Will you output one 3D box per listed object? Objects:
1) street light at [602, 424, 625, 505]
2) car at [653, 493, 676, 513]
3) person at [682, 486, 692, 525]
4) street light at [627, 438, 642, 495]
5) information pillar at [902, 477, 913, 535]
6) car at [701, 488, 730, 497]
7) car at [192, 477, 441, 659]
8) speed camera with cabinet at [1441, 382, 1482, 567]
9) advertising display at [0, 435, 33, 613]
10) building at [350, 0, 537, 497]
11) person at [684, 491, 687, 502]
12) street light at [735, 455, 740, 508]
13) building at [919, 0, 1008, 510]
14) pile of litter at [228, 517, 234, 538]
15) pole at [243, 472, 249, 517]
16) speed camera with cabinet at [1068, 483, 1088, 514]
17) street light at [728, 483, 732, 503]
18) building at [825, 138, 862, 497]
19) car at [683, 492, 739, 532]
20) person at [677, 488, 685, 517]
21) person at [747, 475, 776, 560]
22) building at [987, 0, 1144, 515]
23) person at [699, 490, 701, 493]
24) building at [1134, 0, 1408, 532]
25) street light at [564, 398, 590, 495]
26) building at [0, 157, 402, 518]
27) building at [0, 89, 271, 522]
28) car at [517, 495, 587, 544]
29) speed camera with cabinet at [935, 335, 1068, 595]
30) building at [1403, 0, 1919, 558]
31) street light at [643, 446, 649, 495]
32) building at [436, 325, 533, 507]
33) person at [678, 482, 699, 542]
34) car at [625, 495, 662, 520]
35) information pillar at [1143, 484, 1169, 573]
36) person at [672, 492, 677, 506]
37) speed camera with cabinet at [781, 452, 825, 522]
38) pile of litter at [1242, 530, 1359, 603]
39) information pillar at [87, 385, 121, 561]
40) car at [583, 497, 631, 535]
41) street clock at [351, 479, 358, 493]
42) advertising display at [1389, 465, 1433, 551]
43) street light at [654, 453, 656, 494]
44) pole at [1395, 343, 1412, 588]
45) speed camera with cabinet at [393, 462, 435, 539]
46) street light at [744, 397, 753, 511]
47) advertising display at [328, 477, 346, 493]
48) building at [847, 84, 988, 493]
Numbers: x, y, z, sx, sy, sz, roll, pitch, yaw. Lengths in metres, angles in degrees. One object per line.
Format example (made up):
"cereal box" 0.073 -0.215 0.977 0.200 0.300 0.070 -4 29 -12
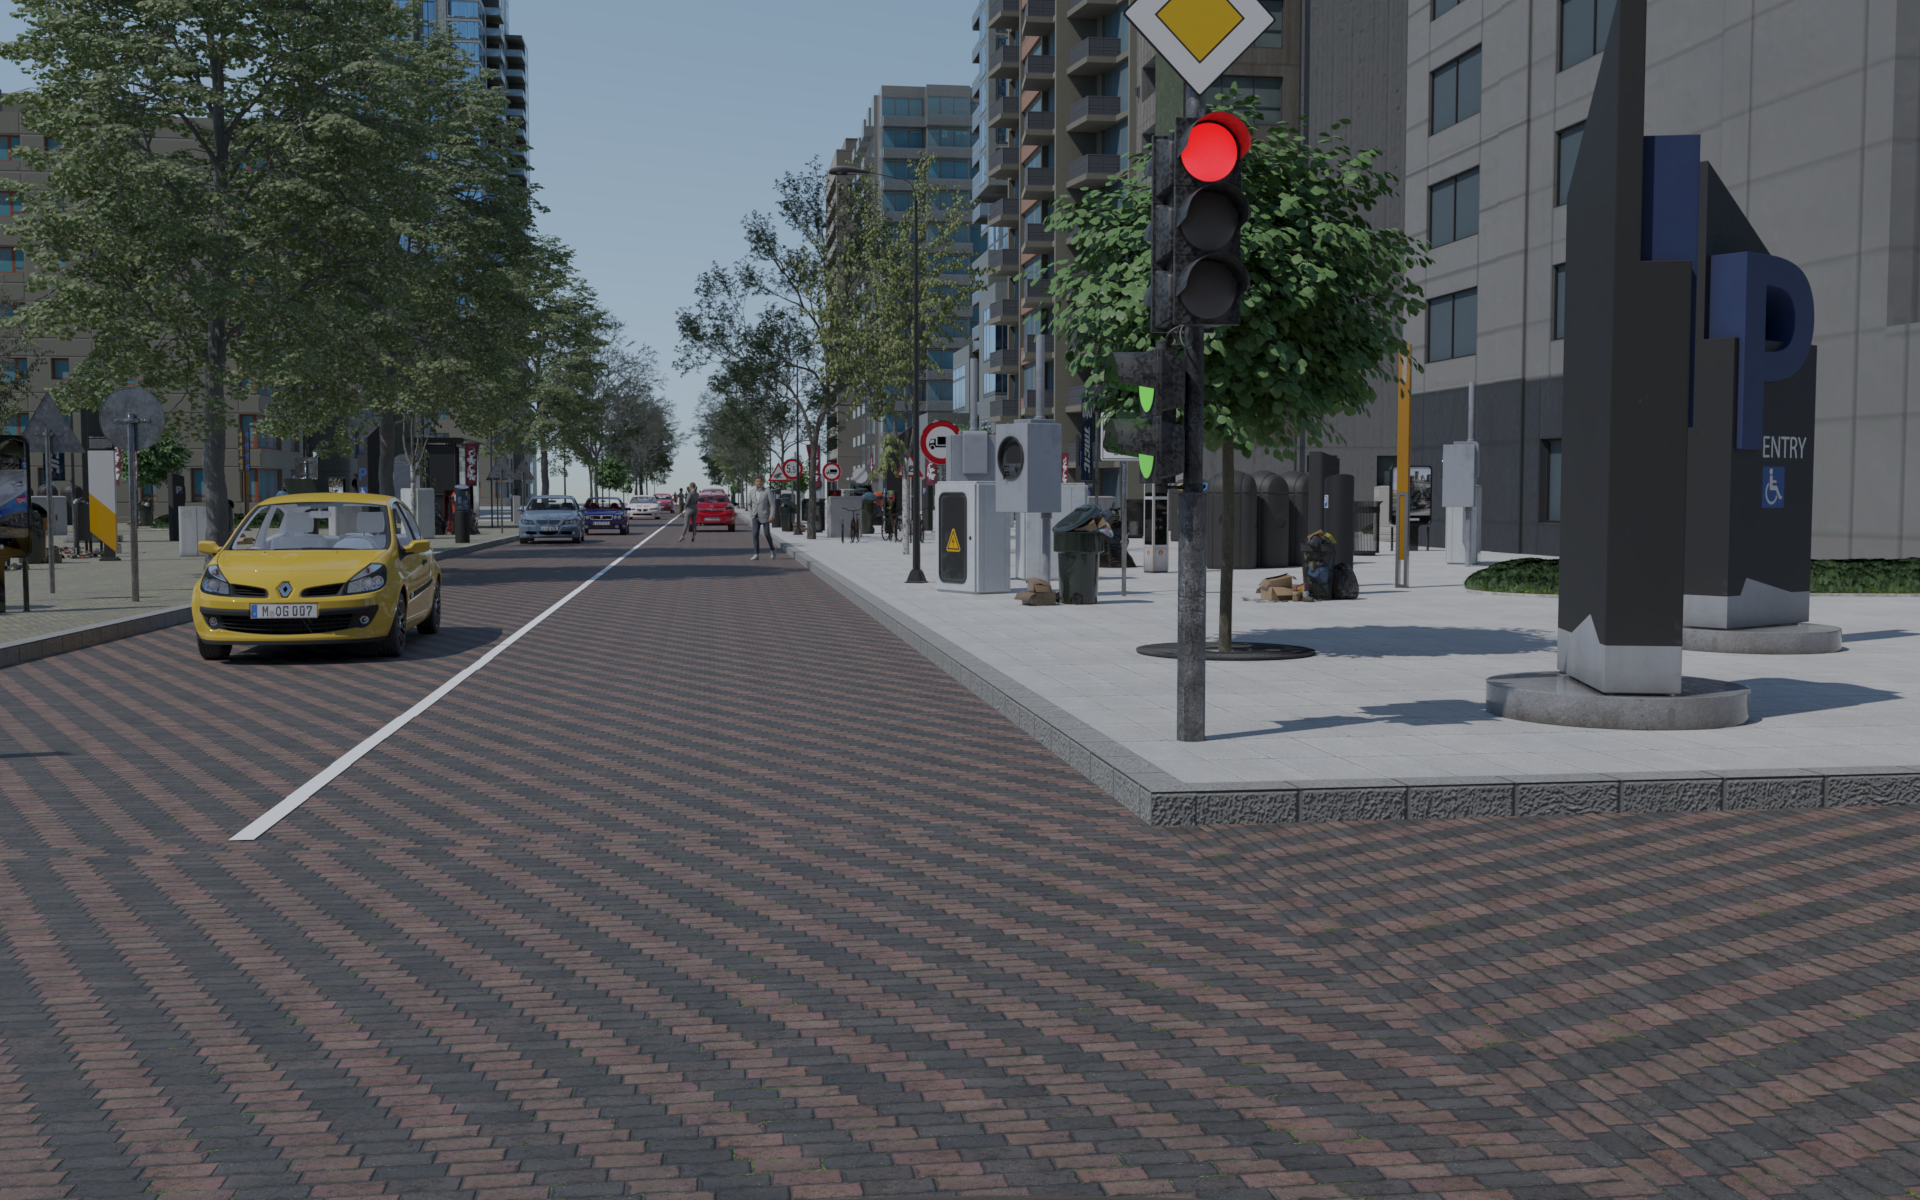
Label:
"street light" -22.920 -8.632 113.668 1.470 5.913 1.316 -1 4 -8
"car" -22.338 -7.384 129.770 2.155 1.783 4.494 0 4 -7
"person" -12.657 -4.408 80.750 0.526 1.800 0.537 -2 4 -31
"street light" -27.311 -10.449 143.390 1.470 5.913 1.316 -1 4 -8
"information pillar" -1.622 -3.055 54.433 0.304 2.012 0.304 1 4 18
"car" -16.656 -6.624 116.971 2.281 1.827 5.304 0 4 -7
"car" -5.967 -0.374 16.335 2.015 1.641 3.980 -1 4 -10
"speed camera with cabinet" 9.079 -2.262 31.314 0.660 3.252 2.038 1 4 20
"advertising display" -10.497 -0.819 18.612 0.123 1.923 0.974 3 4 37
"building" -64.784 -55.368 217.942 22.319 86.520 31.000 -1 4 -8
"person" -36.324 -13.530 229.804 1.350 1.814 0.705 -3 4 -38
"street light" -12.086 -7.732 98.951 1.470 5.913 1.316 -1 4 -8
"building" 9.213 -50.075 131.405 22.319 86.520 31.000 -1 4 -8
"pile of litter" -18.690 -1.866 44.481 1.176 0.858 1.719 0 4 -4
"pole" -30.240 -4.864 73.365 0.158 3.312 0.155 0 3 0
"speed camera with cabinet" 0.841 -1.917 25.680 2.038 3.252 0.660 -1 4 -11
"street light" -16.459 -9.577 129.132 1.470 5.913 1.316 -1 4 -8
"building" -6.661 -37.268 233.034 21.300 48.544 21.600 -1 4 -8
"car" -9.625 -3.544 66.980 2.155 1.783 4.494 -1 4 -9
"person" -17.382 -6.099 108.213 0.705 1.824 1.348 1 4 23
"person" -4.333 -1.807 37.890 0.661 1.843 0.795 1 4 17
"building" 13.461 -27.385 102.366 22.147 44.769 28.867 -1 4 -8
"person" -22.485 -8.584 149.373 0.617 1.759 0.750 2 4 30
"building" 13.598 -17.925 64.772 14.160 30.474 14.107 -1 4 -8
"street light" -18.542 -6.795 83.638 1.470 5.913 1.316 -1 4 -8
"building" -53.385 -16.869 120.849 27.650 21.520 28.899 -1 4 -8
"building" -48.299 -15.131 92.432 27.650 21.520 28.899 -1 4 -8
"car" -12.119 -2.419 51.549 2.014 1.417 4.499 -1 4 -10
"speed camera with cabinet" 0.455 -1.695 22.053 0.660 3.252 2.038 -2 4 -34
"building" 22.598 -36.361 32.760 20.611 71.187 20.563 -1 4 -8
"street light" -30.421 -11.807 165.578 1.470 5.913 1.316 -1 4 -8
"building" -62.414 -21.048 189.173 27.650 21.520 28.899 -1 4 -8
"person" -8.184 -2.656 52.197 0.573 1.790 0.520 1 4 16
"car" -18.000 -5.270 98.520 2.083 1.381 4.827 -1 4 -9
"information pillar" 3.188 -1.445 28.124 0.304 2.012 0.304 -2 4 -25
"person" -35.097 -12.484 213.348 1.217 1.736 0.721 -1 4 -15
"speed camera with cabinet" -7.102 -5.095 77.640 2.038 3.252 0.660 0 4 3
"pile of litter" 4.144 -0.435 21.079 1.719 0.858 1.176 -1 4 -22
"information pillar" -16.384 -2.553 33.102 0.504 3.616 0.183 0 4 -6
"car" -12.690 -3.003 61.675 1.945 1.354 3.894 -1 4 -9
"street clock" -28.206 -4.677 81.032 0.471 2.002 0.358 2 4 29
"advertising display" 10.120 -2.061 38.918 0.974 1.923 0.123 -1 4 -9
"street light" -34.652 -13.600 194.908 1.470 5.913 1.316 -1 4 -8
"pole" 6.047 -1.820 23.601 0.158 3.312 0.155 0 3 0
"speed camera with cabinet" -15.891 -3.399 49.908 0.660 3.252 2.038 -3 5 -45
"street light" -9.667 -6.773 83.272 1.470 5.913 1.316 -1 4 -8
"advertising display" -23.994 -3.764 66.747 0.974 1.923 0.123 3 4 37
"building" -1.091 -35.924 206.961 23.786 49.044 30.456 -1 4 -8
